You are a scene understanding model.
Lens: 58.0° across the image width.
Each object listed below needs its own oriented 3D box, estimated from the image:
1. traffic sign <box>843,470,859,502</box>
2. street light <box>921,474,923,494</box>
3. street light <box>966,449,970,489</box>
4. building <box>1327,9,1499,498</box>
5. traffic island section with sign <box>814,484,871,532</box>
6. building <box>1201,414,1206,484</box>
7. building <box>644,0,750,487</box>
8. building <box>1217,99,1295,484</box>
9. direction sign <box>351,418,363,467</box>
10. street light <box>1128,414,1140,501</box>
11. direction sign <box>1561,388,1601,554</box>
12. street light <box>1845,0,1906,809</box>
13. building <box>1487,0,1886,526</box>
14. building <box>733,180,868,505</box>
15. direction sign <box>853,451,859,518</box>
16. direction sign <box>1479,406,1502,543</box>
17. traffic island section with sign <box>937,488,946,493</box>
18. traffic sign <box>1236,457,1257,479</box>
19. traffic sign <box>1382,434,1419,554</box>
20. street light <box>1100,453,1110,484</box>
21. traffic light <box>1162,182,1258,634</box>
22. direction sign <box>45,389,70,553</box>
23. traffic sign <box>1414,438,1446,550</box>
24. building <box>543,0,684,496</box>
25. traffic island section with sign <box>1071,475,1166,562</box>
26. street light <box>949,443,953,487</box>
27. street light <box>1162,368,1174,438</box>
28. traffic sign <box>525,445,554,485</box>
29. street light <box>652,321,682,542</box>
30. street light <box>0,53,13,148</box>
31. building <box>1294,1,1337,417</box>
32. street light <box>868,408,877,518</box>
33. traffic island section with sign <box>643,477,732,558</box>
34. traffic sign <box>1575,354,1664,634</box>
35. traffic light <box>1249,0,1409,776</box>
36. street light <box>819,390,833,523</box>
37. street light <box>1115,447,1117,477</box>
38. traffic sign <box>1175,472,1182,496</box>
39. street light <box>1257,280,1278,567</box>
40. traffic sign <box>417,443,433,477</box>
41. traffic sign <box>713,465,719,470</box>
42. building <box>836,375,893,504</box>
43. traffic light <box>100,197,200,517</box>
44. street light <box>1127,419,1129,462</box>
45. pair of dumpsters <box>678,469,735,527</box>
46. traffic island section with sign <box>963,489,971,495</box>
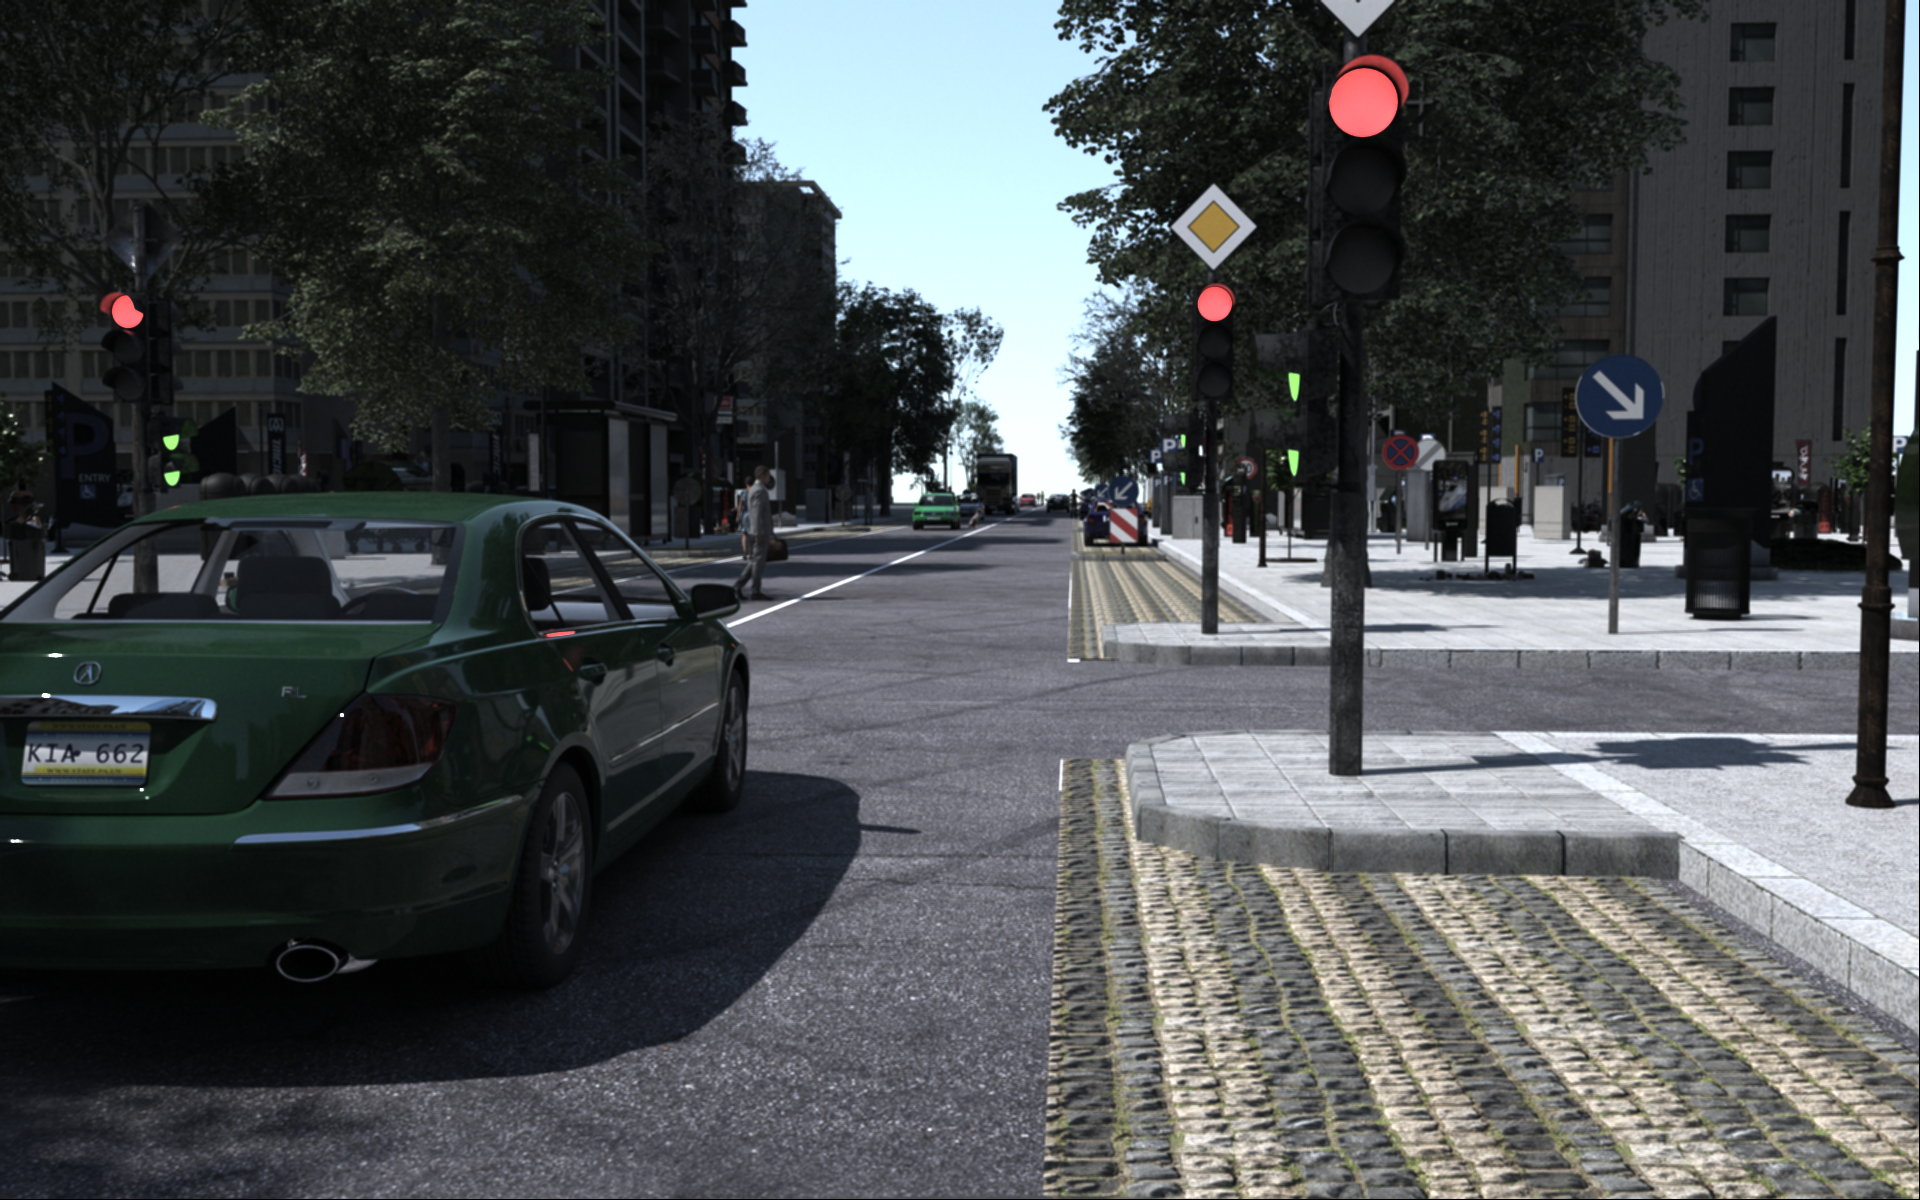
[{"bbox_3d":[-5.799,-5.637,92.172,0.884,2.594,0.081,0,4,7],"label":"traffic sign"},{"bbox_3d":[-2.703,-9.215,123.456,0.468,5.910,1.993,0,4,4],"label":"street light"},{"bbox_3d":[0.771,-12.439,176.169,0.468,5.910,1.993,0,4,4],"label":"street light"},{"bbox_3d":[35.178,-41.098,110.196,20.563,71.187,20.611,0,4,4],"label":"building"},{"bbox_3d":[-4.467,-3.529,66.324,1.989,1.847,2.006,0,4,4],"label":"traffic island section with sign"},{"bbox_3d":[44.220,-35.368,232.888,22.147,44.769,28.867,0,4,4],"label":"building"},{"bbox_3d":[-27.909,-28.948,127.917,22.147,44.769,28.867,0,4,4],"label":"building"},{"bbox_3d":[41.557,-35.656,206.669,21.300,48.544,21.600,0,4,4],"label":"building"},{"bbox_3d":[-17.961,-3.647,51.631,0.379,3.537,0.876,-3,4,-37],"label":"direction sign"},{"bbox_3d":[9.192,-7.187,90.295,0.468,5.910,1.993,0,4,4],"label":"street light"},{"bbox_3d":[13.235,-2.749,36.950,0.876,3.537,0.379,0,4,-6],"label":"direction sign"},{"bbox_3d":[3.754,-2.090,6.966,0.468,5.910,1.993,0,4,4],"label":"street light"},{"bbox_3d":[30.714,-18.632,76.334,14.160,30.474,14.107,0,4,4],"label":"building"},{"bbox_3d":[-27.537,-31.265,203.068,32.217,40.220,23.993,0,4,4],"label":"building"},{"bbox_3d":[-5.479,-6.063,91.125,0.379,3.537,0.876,1,4,14],"label":"direction sign"},{"bbox_3d":[13.741,-3.239,44.959,0.379,3.537,0.876,-1,4,-19],"label":"direction sign"},{"bbox_3d":[-1.200,-6.556,115.819,1.989,1.847,2.006,0,4,4],"label":"traffic island section with sign"},{"bbox_3d":[9.870,-3.656,59.884,0.768,2.556,0.104,0,4,8],"label":"traffic sign"},{"bbox_3d":[9.372,-2.251,36.916,0.768,2.556,0.104,1,4,9],"label":"traffic sign"},{"bbox_3d":[15.926,-13.287,190.036,0.468,5.910,1.993,0,4,4],"label":"street light"},{"bbox_3d":[2.275,-1.643,15.792,0.839,4.253,0.868,0,4,4],"label":"traffic light"},{"bbox_3d":[-19.629,-2.793,37.665,0.876,3.537,0.379,3,4,37],"label":"direction sign"},{"bbox_3d":[10.705,-2.417,39.618,0.768,2.556,0.104,1,4,9],"label":"traffic sign"},{"bbox_3d":[-27.684,-40.599,102.038,20.563,71.187,20.611,0,4,4],"label":"building"},{"bbox_3d":[3.407,-1.764,37.464,1.989,1.847,2.006,0,4,4],"label":"traffic island section with sign"},{"bbox_3d":[-0.781,-11.024,153.029,0.468,5.910,1.993,0,4,4],"label":"street light"},{"bbox_3d":[7.215,-5.327,59.882,0.468,5.910,1.993,0,4,4],"label":"street light"},{"bbox_3d":[-10.838,-2.722,44.615,0.768,2.556,0.104,0,4,5],"label":"traffic sign"},{"bbox_3d":[-7.819,-4.501,46.385,0.468,5.910,1.993,0,4,4],"label":"street light"},{"bbox_3d":[-9.836,-2.693,16.819,0.468,5.910,1.993,0,4,4],"label":"street light"},{"bbox_3d":[36.975,-36.298,135.479,21.231,58.520,28.212,0,4,4],"label":"building"},{"bbox_3d":[-4.763,-7.365,93.208,0.468,5.910,1.993,0,4,4],"label":"street light"},{"bbox_3d":[-6.257,-1.878,39.339,1.989,1.847,2.006,0,4,4],"label":"traffic island section with sign"},{"bbox_3d":[5.998,-0.961,15.826,0.768,2.556,0.104,1,4,13],"label":"traffic sign"},{"bbox_3d":[1.748,-1.156,7.824,0.839,4.253,0.868,0,4,4],"label":"traffic light"},{"bbox_3d":[-5.851,-6.316,76.046,0.468,5.910,1.993,0,4,4],"label":"street light"},{"bbox_3d":[12.413,-10.046,137.037,0.468,5.910,1.993,0,4,4],"label":"street light"},{"bbox_3d":[7.743,-3.793,62.116,0.768,2.556,0.104,1,4,13],"label":"traffic sign"},{"bbox_3d":[5.323,-3.518,30.307,0.468,5.910,1.993,0,4,4],"label":"street light"},{"bbox_3d":[-11.952,-2.315,39.034,0.795,2.450,0.064,1,4,9],"label":"traffic sign"},{"bbox_3d":[-10.753,-4.574,74.894,0.768,2.556,0.104,0,4,5],"label":"traffic sign"},{"bbox_3d":[-24.149,-23.567,230.362,27.650,21.520,28.899,0,4,4],"label":"building"},{"bbox_3d":[-7.715,-1.683,16.434,0.839,4.253,0.868,0,4,4],"label":"traffic light"},{"bbox_3d":[10.386,-8.196,106.793,0.468,5.910,1.993,0,4,4],"label":"street light"},{"bbox_3d":[-9.838,-3.933,66.803,1.574,2.255,4.437,0,4,4],"label":"pair of dumpsters"},{"bbox_3d":[0.597,-8.204,142.761,1.989,1.847,2.006,0,4,4],"label":"traffic island section with sign"}]
